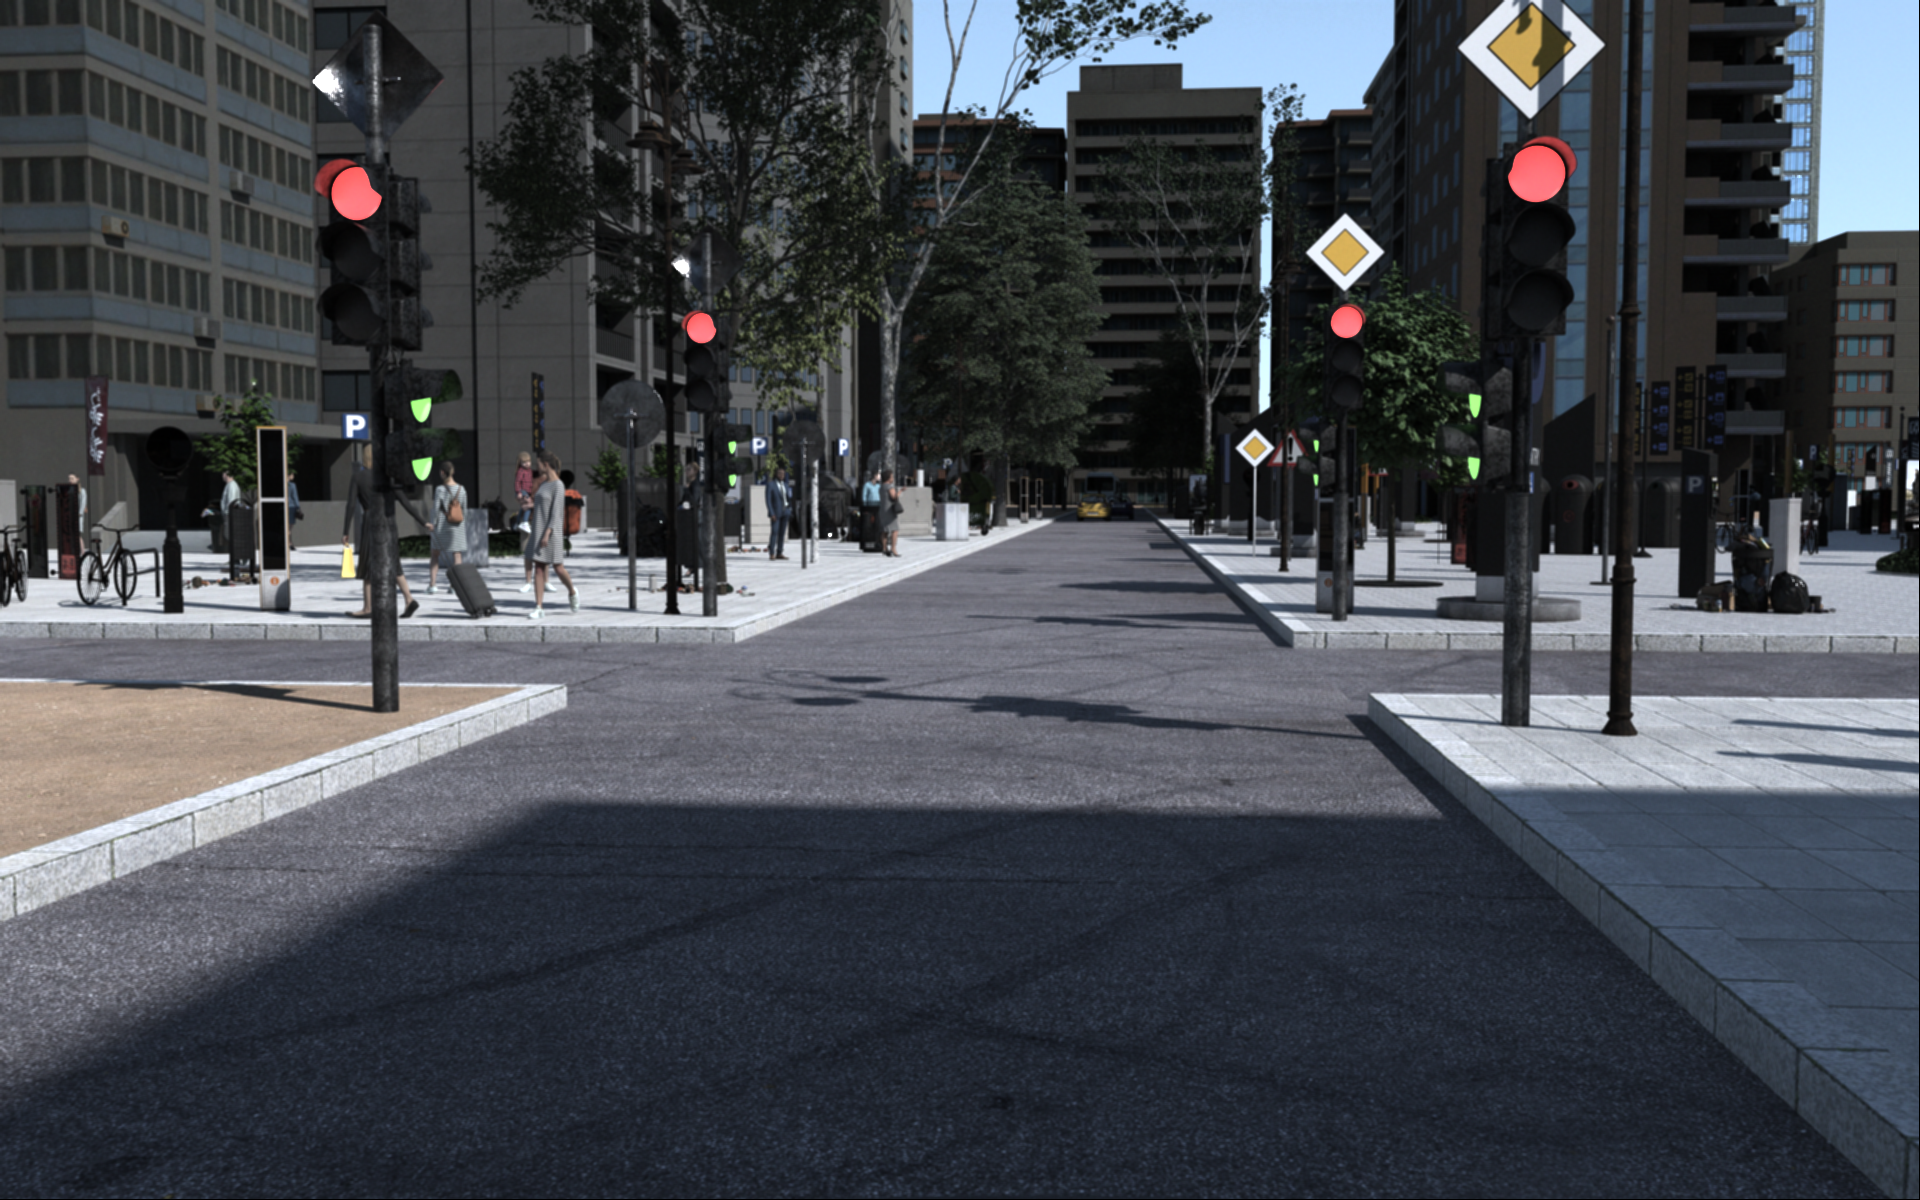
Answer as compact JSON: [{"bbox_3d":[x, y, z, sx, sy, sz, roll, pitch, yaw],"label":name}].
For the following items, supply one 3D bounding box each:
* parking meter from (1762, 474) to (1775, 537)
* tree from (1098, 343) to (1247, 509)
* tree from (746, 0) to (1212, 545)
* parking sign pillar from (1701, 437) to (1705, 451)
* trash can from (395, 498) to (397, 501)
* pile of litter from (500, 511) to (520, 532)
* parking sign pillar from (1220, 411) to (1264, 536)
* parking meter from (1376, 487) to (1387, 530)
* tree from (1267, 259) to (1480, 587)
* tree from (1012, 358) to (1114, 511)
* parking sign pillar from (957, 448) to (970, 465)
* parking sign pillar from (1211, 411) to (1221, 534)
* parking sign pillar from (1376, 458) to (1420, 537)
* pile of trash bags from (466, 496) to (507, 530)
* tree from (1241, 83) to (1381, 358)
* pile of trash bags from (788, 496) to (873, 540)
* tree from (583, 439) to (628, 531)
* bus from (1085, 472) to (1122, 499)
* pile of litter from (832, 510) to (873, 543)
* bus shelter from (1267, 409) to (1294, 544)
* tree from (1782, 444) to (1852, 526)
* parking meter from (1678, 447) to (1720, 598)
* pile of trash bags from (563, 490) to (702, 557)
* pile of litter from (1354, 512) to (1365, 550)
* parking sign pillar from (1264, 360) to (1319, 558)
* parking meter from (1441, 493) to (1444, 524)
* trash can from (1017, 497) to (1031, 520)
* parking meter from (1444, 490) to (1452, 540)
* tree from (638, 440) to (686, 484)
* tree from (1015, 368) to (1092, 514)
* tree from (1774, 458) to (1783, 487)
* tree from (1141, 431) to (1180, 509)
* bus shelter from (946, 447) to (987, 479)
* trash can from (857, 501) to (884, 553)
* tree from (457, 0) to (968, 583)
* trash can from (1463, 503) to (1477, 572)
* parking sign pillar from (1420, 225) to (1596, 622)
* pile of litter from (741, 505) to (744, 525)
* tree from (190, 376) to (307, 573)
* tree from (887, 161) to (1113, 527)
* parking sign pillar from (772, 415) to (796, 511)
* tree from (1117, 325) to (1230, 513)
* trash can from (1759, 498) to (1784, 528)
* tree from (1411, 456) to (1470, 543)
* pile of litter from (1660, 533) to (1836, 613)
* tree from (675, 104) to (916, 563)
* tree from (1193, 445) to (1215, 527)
[{"bbox_3d":[24.110,-2.809,51.631,0.255,1.863,0.399,2,4,33],"label":"parking meter"},{"bbox_3d":[13.717,-10.509,106.229,7.601,10.594,8.767,2,4,29],"label":"tree"},{"bbox_3d":[-0.647,-11.385,42.037,12.611,20.169,13.585,0,3,0],"label":"tree"},{"bbox_3d":[31.684,-5.258,74.441,1.447,3.967,1.447,1,4,17],"label":"parking sign pillar"},{"bbox_3d":[-20.429,-3.067,61.806,0.748,1.137,0.748,0,3,0],"label":"trash can"},{"bbox_3d":[-10.675,-1.751,42.596,1.719,0.858,1.176,-3,4,-37],"label":"pile of litter"},{"bbox_3d":[8.955,-3.955,53.135,1.447,3.967,1.447,1,4,22],"label":"parking sign pillar"},{"bbox_3d":[15.117,-3.281,62.063,0.372,1.533,0.369,0,3,0],"label":"parking meter"},{"bbox_3d":[6.067,-2.491,24.448,4.285,4.588,4.351,0,3,0],"label":"tree"},{"bbox_3d":[7.831,-12.684,133.140,9.928,11.665,9.643,0,3,0],"label":"tree"},{"bbox_3d":[0.179,-5.468,77.870,1.447,3.967,1.447,0,4,6],"label":"parking sign pillar"},{"bbox_3d":[8.916,-4.146,56.258,1.447,3.967,1.447,-2,4,-27],"label":"parking sign pillar"},{"bbox_3d":[13.239,-3.881,51.921,1.447,3.967,1.447,0,4,-5],"label":"parking sign pillar"},{"bbox_3d":[-16.651,-3.182,61.784,3.447,1.369,1.912,1,4,14],"label":"pile of trash bags"},{"bbox_3d":[12.742,-13.687,79.669,12.611,20.169,13.585,0,3,0],"label":"tree"},{"bbox_3d":[-3.876,-2.433,49.537,3.447,1.369,1.912,0,4,-2],"label":"pile of trash bags"},{"bbox_3d":[-12.167,-3.989,59.817,1.663,3.219,1.824,0,3,0],"label":"tree"},{"bbox_3d":[12.712,-9.718,153.753,2.948,3.499,13.247,0,4,7],"label":"bus"},{"bbox_3d":[-2.624,-1.974,46.241,1.176,0.858,1.719,-3,5,-44],"label":"pile of litter"},{"bbox_3d":[9.524,-4.230,46.786,2.179,5.291,8.768,0,4,6],"label":"bus shelter"},{"bbox_3d":[33.598,-4.467,67.639,1.663,3.219,1.824,0,3,0],"label":"tree"},{"bbox_3d":[9.106,-0.955,21.333,0.255,1.863,0.399,-3,5,-45],"label":"parking meter"},{"bbox_3d":[-6.646,-1.590,35.751,3.447,1.369,1.912,0,4,-7],"label":"pile of trash bags"},{"bbox_3d":[8.952,-1.626,40.548,1.176,0.858,1.719,2,4,28],"label":"pile of litter"},{"bbox_3d":[7.104,-2.875,35.482,1.447,3.967,1.447,1,4,16],"label":"parking sign pillar"},{"bbox_3d":[20.704,-4.164,73.786,0.399,1.863,0.255,-3,4,-36],"label":"parking meter"},{"bbox_3d":[3.193,-4.561,86.222,0.748,1.137,0.748,0,3,0],"label":"trash can"},{"bbox_3d":[13.788,-2.620,48.556,0.255,1.863,0.399,1,4,21],"label":"parking meter"},{"bbox_3d":[-10.726,-4.126,62.061,1.663,3.219,1.824,0,3,0],"label":"tree"},{"bbox_3d":[4.611,-9.015,97.750,4.737,8.622,4.395,0,3,0],"label":"tree"},{"bbox_3d":[38.406,-5.202,79.659,1.663,3.219,1.824,0,3,0],"label":"tree"},{"bbox_3d":[17.104,-11.917,145.211,4.737,8.622,4.395,0,3,0],"label":"tree"},{"bbox_3d":[0.418,-6.043,90.078,1.731,3.624,6.357,0,4,5],"label":"bus shelter"},{"bbox_3d":[-1.905,-1.611,37.993,0.748,1.137,0.748,0,3,0],"label":"trash can"},{"bbox_3d":[-3.716,-5.513,24.543,8.767,10.594,7.601,2,4,30],"label":"tree"},{"bbox_3d":[8.689,-1.040,28.651,0.748,1.137,0.748,0,3,0],"label":"trash can"},{"bbox_3d":[5.703,-1.801,17.912,1.447,3.967,1.447,2,4,28],"label":"parking sign pillar"},{"bbox_3d":[-8.685,-3.544,71.902,1.176,0.858,1.719,2,4,33],"label":"pile of litter"},{"bbox_3d":[-11.502,-2.070,28.444,1.663,3.219,1.824,0,3,0],"label":"tree"},{"bbox_3d":[1.623,-9.858,67.837,9.857,13.997,8.962,0,3,0],"label":"tree"},{"bbox_3d":[-6.051,-4.359,59.742,1.447,3.967,1.447,1,4,14],"label":"parking sign pillar"},{"bbox_3d":[14.645,-12.137,116.566,7.486,12.596,7.792,0,3,0],"label":"tree"},{"bbox_3d":[30.949,-3.345,66.345,0.748,1.137,0.748,0,3,0],"label":"trash can"},{"bbox_3d":[12.915,-3.133,45.831,1.663,3.219,1.824,0,3,0],"label":"tree"},{"bbox_3d":[8.662,-0.312,19.068,1.719,0.858,1.176,3,4,37],"label":"pile of litter"},{"bbox_3d":[-2.946,-4.999,32.098,4.737,8.622,4.395,0,3,0],"label":"tree"},{"bbox_3d":[10.030,-4.519,68.488,1.663,3.219,1.824,0,3,0],"label":"tree"}]
